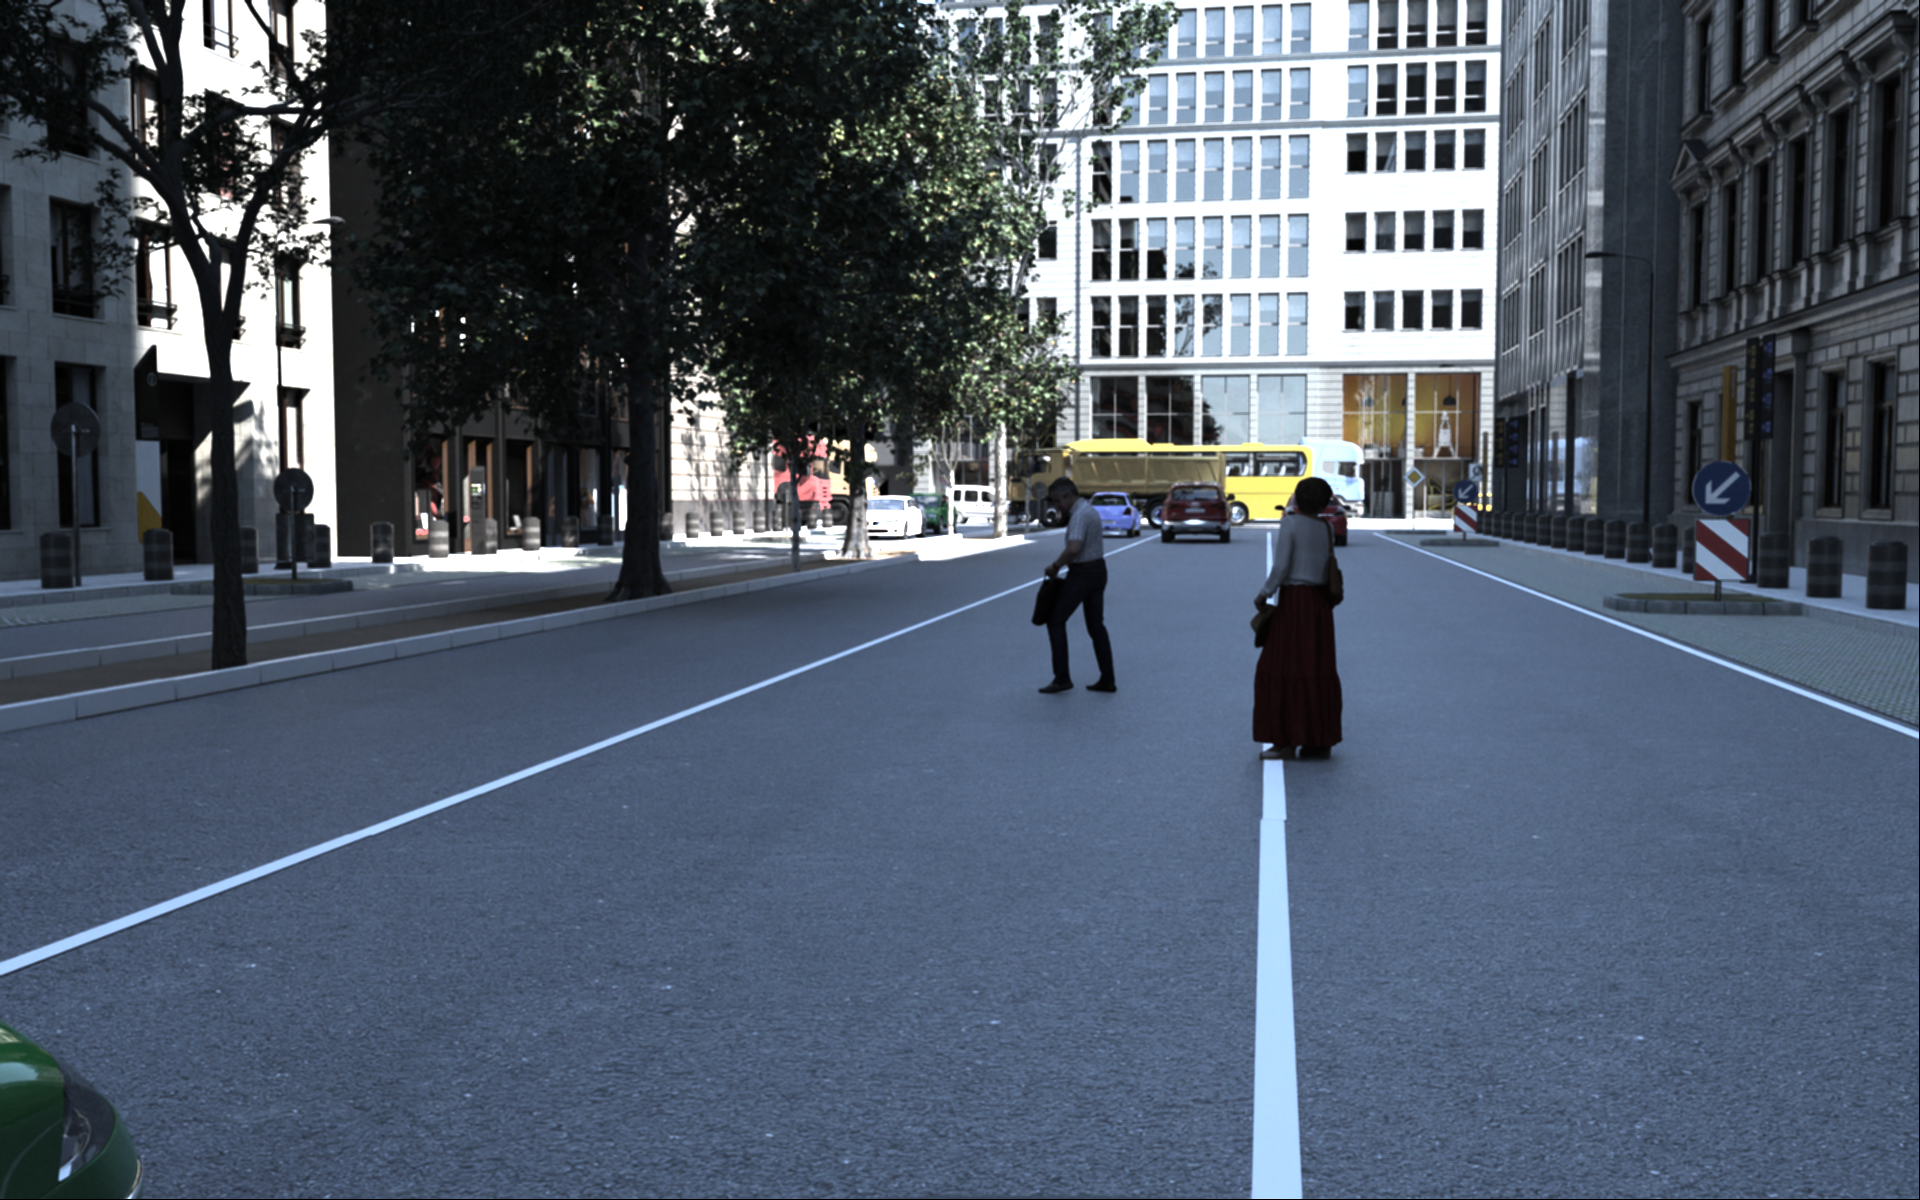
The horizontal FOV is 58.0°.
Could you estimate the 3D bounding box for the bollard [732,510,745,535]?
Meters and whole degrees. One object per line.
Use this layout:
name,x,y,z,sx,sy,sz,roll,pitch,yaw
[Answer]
bollard,-6.904,-2.406,54.054,0.404,0.777,0.398,0,3,0

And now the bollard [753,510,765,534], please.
bollard,-6.521,-2.539,56.222,0.404,0.777,0.398,0,3,0

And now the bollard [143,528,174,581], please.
bollard,-11.942,-0.678,25.800,0.404,0.777,0.398,0,3,0

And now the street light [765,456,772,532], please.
street light,-5.968,-5.227,57.996,1.470,5.913,1.316,1,4,10

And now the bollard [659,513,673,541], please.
bollard,-8.069,-2.008,47.546,0.404,0.777,0.398,0,3,0

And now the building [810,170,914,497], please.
building,-16.037,-17.214,100.523,30.058,24.678,14.314,1,4,10

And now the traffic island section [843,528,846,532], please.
traffic island section,-3.153,-2.659,65.755,2.009,0.180,2.903,1,4,10

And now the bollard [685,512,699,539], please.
bollard,-7.683,-2.141,49.724,0.404,0.777,0.398,0,3,0

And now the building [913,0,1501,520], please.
building,12.995,-19.278,92.684,29.804,29.767,11.434,1,4,10

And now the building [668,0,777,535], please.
building,-19.836,-16.128,60.957,25.104,27.353,12.463,1,4,10

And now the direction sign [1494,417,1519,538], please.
direction sign,16.123,-3.618,51.145,0.379,3.537,0.876,-2,4,-32

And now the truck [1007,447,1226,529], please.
truck,6.089,-4.667,72.233,9.791,3.379,3.469,1,4,11

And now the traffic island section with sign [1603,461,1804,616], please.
traffic island section with sign,9.061,-0.777,21.330,1.989,1.847,2.006,1,4,10

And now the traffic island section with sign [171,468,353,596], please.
traffic island section with sign,-10.023,-1.017,25.257,1.989,1.847,2.006,1,4,10

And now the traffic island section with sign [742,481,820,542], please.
traffic island section with sign,-5.289,-2.646,51.894,1.989,1.847,2.006,1,4,10

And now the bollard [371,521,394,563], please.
bollard,-10.779,-1.077,32.318,0.404,0.777,0.398,0,3,0

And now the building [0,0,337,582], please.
building,-18.947,-10.501,26.438,10.420,20.320,16.860,1,4,10

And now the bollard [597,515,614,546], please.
bollard,-8.842,-1.742,43.205,0.404,0.777,0.398,0,3,0

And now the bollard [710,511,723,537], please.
bollard,-7.294,-2.274,51.889,0.404,0.777,0.398,0,3,0

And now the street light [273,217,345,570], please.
street light,-11.003,-3.471,29.287,1.470,5.913,1.316,1,4,10

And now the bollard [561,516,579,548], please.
bollard,-9.233,-1.609,41.022,0.404,0.777,0.398,0,3,0

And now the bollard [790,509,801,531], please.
bollard,-5.747,-2.804,60.569,0.404,0.777,0.398,0,3,0

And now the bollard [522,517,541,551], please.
bollard,-9.620,-1.476,38.850,0.404,0.777,0.398,0,3,0

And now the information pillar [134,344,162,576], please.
information pillar,-12.641,-2.180,26.992,0.183,3.616,0.504,1,4,10

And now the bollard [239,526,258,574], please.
bollard,-11.553,-0.810,27.966,0.404,0.777,0.398,0,3,0

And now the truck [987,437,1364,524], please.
truck,10.722,-5.778,84.223,18.799,4.110,2.967,1,4,11

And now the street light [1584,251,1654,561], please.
street light,12.645,-3.711,33.219,1.470,5.913,1.316,1,4,10

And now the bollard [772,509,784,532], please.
bollard,-6.134,-2.672,58.398,0.404,0.777,0.398,0,3,0

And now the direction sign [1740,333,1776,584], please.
direction sign,11.450,-2.010,24.863,0.379,3.537,0.876,0,4,1

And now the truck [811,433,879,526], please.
truck,-8.728,-5.513,79.047,11.283,4.237,2.839,1,4,8

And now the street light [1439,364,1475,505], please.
street light,17.786,-5.466,61.909,1.470,5.913,1.316,1,4,10

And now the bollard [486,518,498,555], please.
bollard,-10.004,-1.343,36.668,0.404,0.777,0.398,0,3,0

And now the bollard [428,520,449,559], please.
bollard,-10.390,-1.210,34.496,0.404,0.777,0.398,0,3,0

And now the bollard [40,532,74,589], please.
bollard,-12.324,-0.545,23.632,0.404,0.777,0.398,0,3,0

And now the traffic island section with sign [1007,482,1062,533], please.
traffic island section with sign,2.882,-3.473,64.923,2.006,1.907,1.989,1,4,10

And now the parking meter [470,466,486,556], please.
parking meter,-10.069,-1.864,36.192,0.255,1.863,0.399,0,4,-7

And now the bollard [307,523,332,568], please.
bollard,-11.163,-0.944,30.152,0.404,0.777,0.398,0,3,0

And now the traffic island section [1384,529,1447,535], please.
traffic island section,16.332,-2.447,62.294,2.009,0.180,2.903,1,4,10

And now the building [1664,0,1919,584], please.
building,19.451,-10.109,29.915,10.561,19.102,19.286,1,4,10

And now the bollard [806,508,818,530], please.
bollard,-5.360,-2.937,62.739,0.404,0.777,0.398,0,3,0

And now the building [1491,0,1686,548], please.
building,22.824,-14.145,49.291,12.078,24.808,19.932,1,4,10

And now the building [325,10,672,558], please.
building,-15.813,-13.045,42.959,12.332,23.373,15.834,1,4,10

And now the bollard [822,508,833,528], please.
bollard,-4.978,-3.070,64.905,0.404,0.777,0.398,0,3,0

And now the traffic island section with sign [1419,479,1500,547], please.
traffic island section with sign,13.777,-2.401,47.891,1.989,1.847,2.006,1,4,10

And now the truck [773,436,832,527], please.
truck,-10.241,-4.968,70.141,11.283,4.237,2.839,1,4,10
